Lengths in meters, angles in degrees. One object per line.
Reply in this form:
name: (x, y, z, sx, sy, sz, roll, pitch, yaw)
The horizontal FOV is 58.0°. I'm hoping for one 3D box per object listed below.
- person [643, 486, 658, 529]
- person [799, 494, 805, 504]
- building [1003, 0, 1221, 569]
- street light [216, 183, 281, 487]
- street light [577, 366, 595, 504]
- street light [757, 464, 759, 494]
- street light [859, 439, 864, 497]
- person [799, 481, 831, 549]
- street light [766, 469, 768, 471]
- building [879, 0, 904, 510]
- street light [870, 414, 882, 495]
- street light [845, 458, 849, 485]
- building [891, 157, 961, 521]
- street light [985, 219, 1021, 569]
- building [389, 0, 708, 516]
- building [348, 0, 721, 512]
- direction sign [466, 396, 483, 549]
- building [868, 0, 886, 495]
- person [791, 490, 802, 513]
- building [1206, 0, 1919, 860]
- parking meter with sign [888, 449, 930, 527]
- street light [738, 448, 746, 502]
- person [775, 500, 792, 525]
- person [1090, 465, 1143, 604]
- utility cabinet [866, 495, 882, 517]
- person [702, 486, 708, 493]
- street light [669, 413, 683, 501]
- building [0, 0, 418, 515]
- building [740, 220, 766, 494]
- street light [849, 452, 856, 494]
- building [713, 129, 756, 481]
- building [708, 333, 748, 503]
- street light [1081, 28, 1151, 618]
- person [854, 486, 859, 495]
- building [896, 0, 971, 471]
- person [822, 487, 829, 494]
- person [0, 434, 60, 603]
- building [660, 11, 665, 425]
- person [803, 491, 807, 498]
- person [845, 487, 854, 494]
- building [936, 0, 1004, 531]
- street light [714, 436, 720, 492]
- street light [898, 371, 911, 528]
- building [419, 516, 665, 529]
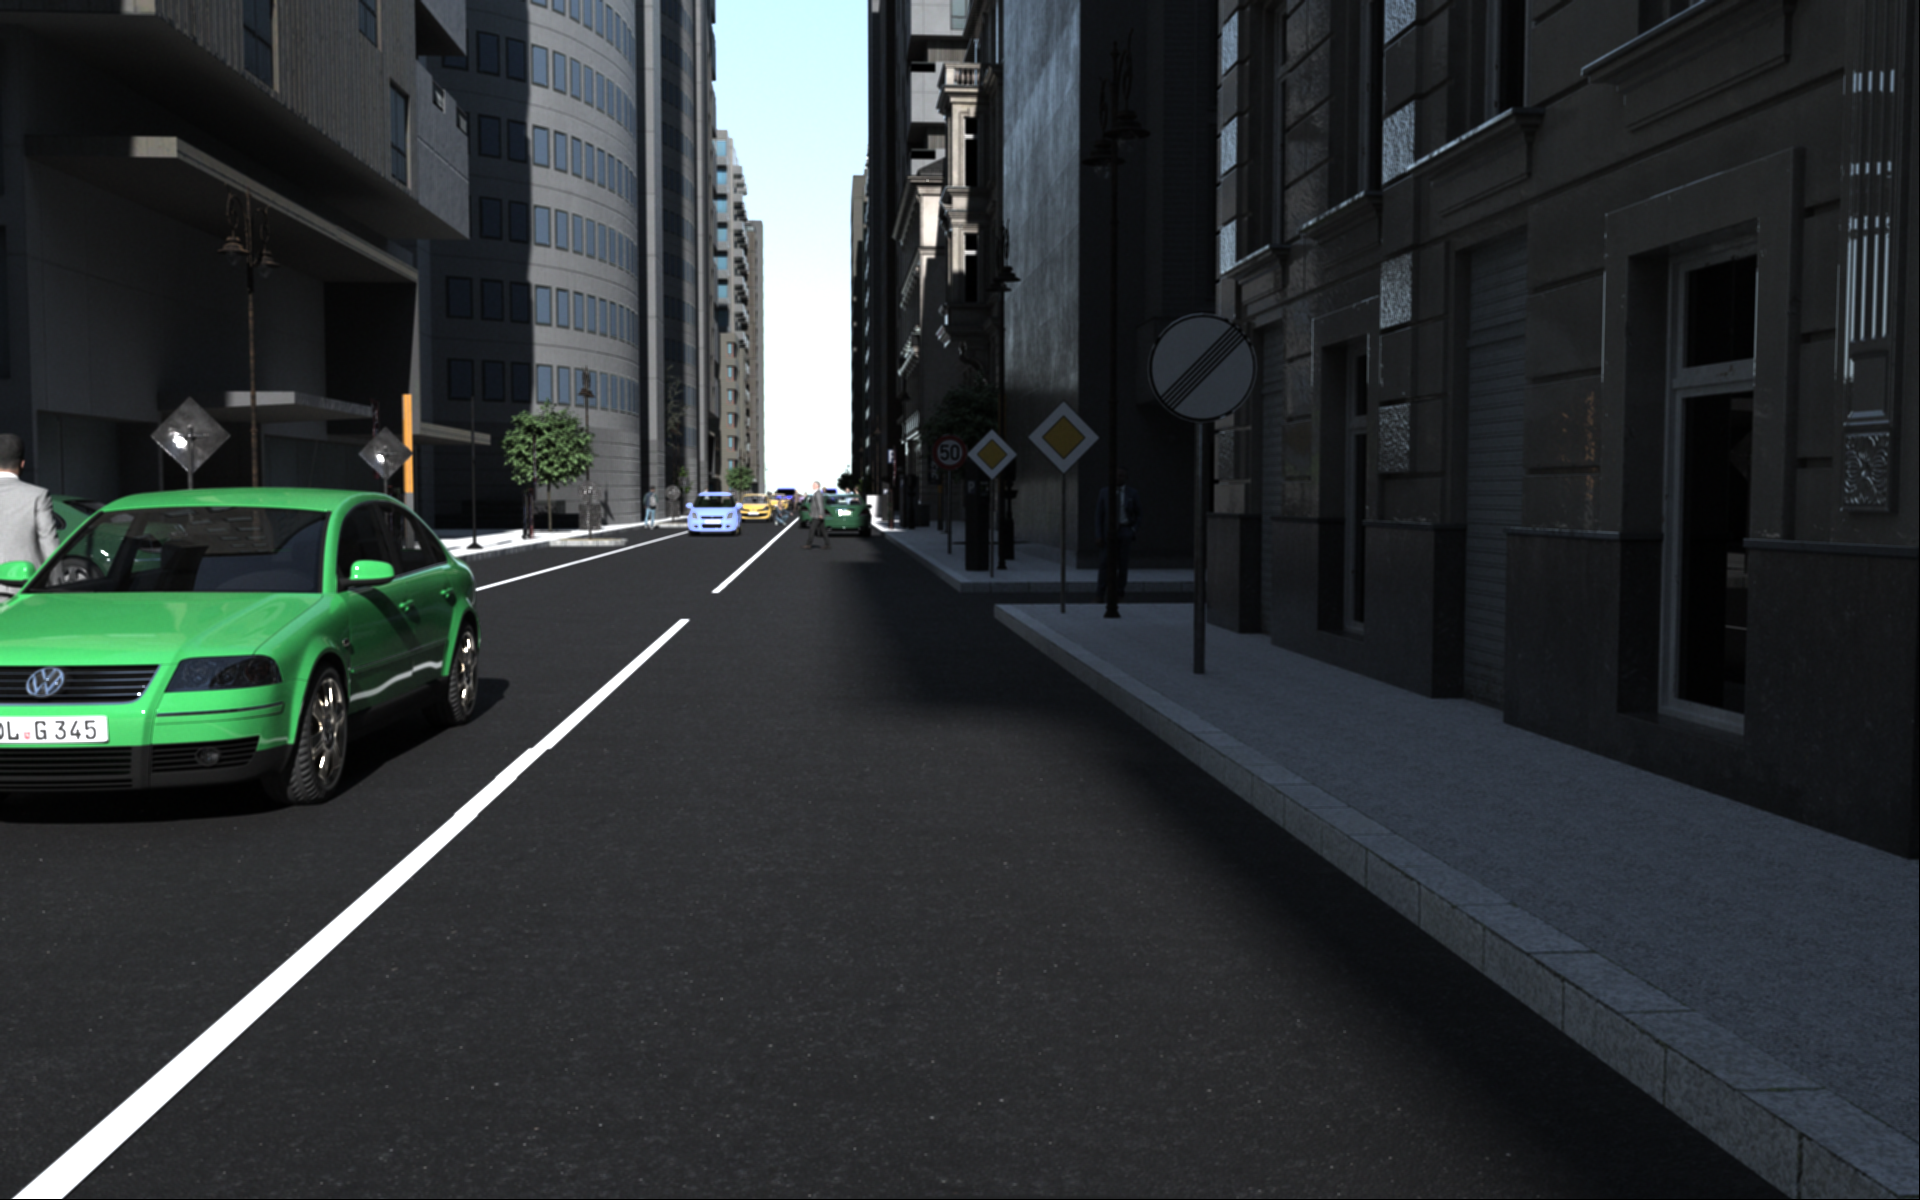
person: (-12.703, -3.812, 71.172, 0.623, 1.781, 0.721, 0, 4, -7)
person: (-11.125, -6.753, 122.152, 0.421, 1.427, 0.697, -3, 5, -41)
building: (16.438, -13.226, 35.317, 30.058, 24.678, 14.314, 0, 4, -4)
street light: (-10.684, -3.265, 26.170, 0.468, 5.910, 1.993, 0, 4, -4)
street light: (-13.437, -5.484, 62.449, 0.468, 5.910, 1.993, 0, 4, -4)
street light: (-25.718, -15.162, 220.684, 0.468, 5.910, 1.993, 0, 4, -4)
street light: (-8.086, -10.346, 141.947, 0.468, 5.910, 1.993, 0, 4, -4)
person: (-3.787, -2.219, 45.176, 0.834, 1.777, 0.661, -1, 4, -11)
street light: (-28.639, -17.383, 256.993, 0.468, 5.910, 1.993, 0, 4, -4)
building: (0.662, -30.049, 141.417, 14.600, 45.320, 14.200, 0, 4, -4)
street light: (-4.793, -7.819, 100.633, 0.468, 5.910, 1.993, 0, 4, -4)
street light: (-14.391, -15.356, 223.852, 0.468, 5.910, 1.993, 0, 4, -4)
building: (1.997, -13.902, 91.925, 10.561, 19.102, 19.286, 0, 4, -4)
street light: (0.717, -3.464, 29.421, 0.468, 5.910, 1.993, 0, 4, -4)
building: (-30.288, -35.807, 127.441, 21.231, 58.520, 28.212, 0, 4, -4)
building: (-35.932, -34.633, 155.491, 28.713, 52.752, 27.495, 0, 4, -4)
direction sign: (-11.383, -2.968, 40.517, 0.379, 3.537, 0.876, -1, 4, -18)
building: (1.911, -37.941, 162.341, 21.231, 58.520, 28.212, 0, 4, -4)
person: (-12.644, -7.621, 133.652, 0.990, 1.755, 0.434, -2, 4, -27)
building: (9.015, -12.695, 4.830, 12.463, 27.353, 25.104, 0, 4, -4)
parking meter with sign: (-1.971, -4.381, 67.882, 1.738, 3.016, 0.543, -3, 5, -40)
street light: (-22.024, -12.306, 173.991, 0.468, 5.910, 1.993, 0, 4, -4)
person: (-8.247, -4.094, 80.931, 0.738, 1.151, 1.012, 3, 5, 43)
person: (2.007, -0.837, 22.360, 0.721, 1.800, 0.419, 0, 4, -3)
utility cabinet: (-4.638, -5.153, 95.405, 1.020, 1.237, 0.306, 0, 4, -3)
person: (-12.506, -4.689, 85.262, 0.391, 1.810, 0.635, -3, 5, -45)
street light: (-16.286, -7.699, 98.669, 0.468, 5.910, 1.993, 0, 4, -4)
building: (-26.738, -27.411, 37.410, 28.713, 52.752, 27.495, 0, 4, -4)
building: (-35.628, -34.696, 250.865, 14.154, 41.232, 14.086, 0, 4, -4)
street light: (-11.569, -13.183, 188.321, 0.468, 5.910, 1.993, 0, 4, -4)
building: (-39.306, -37.213, 228.045, 23.786, 49.044, 30.456, 0, 4, -4)
building: (-38.970, -21.661, 199.200, 27.650, 21.520, 28.899, 0, 4, -4)
street light: (1.581, -2.755, 17.830, 0.468, 5.910, 1.993, 0, 4, -4)
person: (-4.705, -4.242, 78.194, 0.374, 1.781, 0.599, 0, 4, 7)
building: (9.451, -32.501, 120.635, 28.713, 52.752, 27.495, 0, 4, -4)
person: (-6.067, -4.233, 78.136, 0.576, 1.772, 0.534, -2, 4, -32)
person: (-5.695, -0.097, 10.358, 0.678, 1.792, 0.850, -1, 4, -17)
building: (-26.029, -27.941, 106.944, 14.600, 45.320, 14.200, 0, 4, -4)
person: (-17.905, -11.753, 201.367, 1.217, 1.736, 0.721, -2, 4, -24)
person: (-5.898, -5.151, 92.981, 0.793, 1.790, 0.793, 3, 5, 44)
building: (6.430, -15.036, 64.925, 14.460, 24.649, 34.723, 0, 4, -4)
street light: (-19.364, -10.132, 138.447, 0.468, 5.910, 1.993, 0, 4, -4)
street light: (-2.080, -5.646, 65.093, 0.468, 5.910, 1.993, 0, 4, -4)
building: (-24.650, -32.495, 73.290, 21.231, 58.520, 28.212, 0, 4, -4)
